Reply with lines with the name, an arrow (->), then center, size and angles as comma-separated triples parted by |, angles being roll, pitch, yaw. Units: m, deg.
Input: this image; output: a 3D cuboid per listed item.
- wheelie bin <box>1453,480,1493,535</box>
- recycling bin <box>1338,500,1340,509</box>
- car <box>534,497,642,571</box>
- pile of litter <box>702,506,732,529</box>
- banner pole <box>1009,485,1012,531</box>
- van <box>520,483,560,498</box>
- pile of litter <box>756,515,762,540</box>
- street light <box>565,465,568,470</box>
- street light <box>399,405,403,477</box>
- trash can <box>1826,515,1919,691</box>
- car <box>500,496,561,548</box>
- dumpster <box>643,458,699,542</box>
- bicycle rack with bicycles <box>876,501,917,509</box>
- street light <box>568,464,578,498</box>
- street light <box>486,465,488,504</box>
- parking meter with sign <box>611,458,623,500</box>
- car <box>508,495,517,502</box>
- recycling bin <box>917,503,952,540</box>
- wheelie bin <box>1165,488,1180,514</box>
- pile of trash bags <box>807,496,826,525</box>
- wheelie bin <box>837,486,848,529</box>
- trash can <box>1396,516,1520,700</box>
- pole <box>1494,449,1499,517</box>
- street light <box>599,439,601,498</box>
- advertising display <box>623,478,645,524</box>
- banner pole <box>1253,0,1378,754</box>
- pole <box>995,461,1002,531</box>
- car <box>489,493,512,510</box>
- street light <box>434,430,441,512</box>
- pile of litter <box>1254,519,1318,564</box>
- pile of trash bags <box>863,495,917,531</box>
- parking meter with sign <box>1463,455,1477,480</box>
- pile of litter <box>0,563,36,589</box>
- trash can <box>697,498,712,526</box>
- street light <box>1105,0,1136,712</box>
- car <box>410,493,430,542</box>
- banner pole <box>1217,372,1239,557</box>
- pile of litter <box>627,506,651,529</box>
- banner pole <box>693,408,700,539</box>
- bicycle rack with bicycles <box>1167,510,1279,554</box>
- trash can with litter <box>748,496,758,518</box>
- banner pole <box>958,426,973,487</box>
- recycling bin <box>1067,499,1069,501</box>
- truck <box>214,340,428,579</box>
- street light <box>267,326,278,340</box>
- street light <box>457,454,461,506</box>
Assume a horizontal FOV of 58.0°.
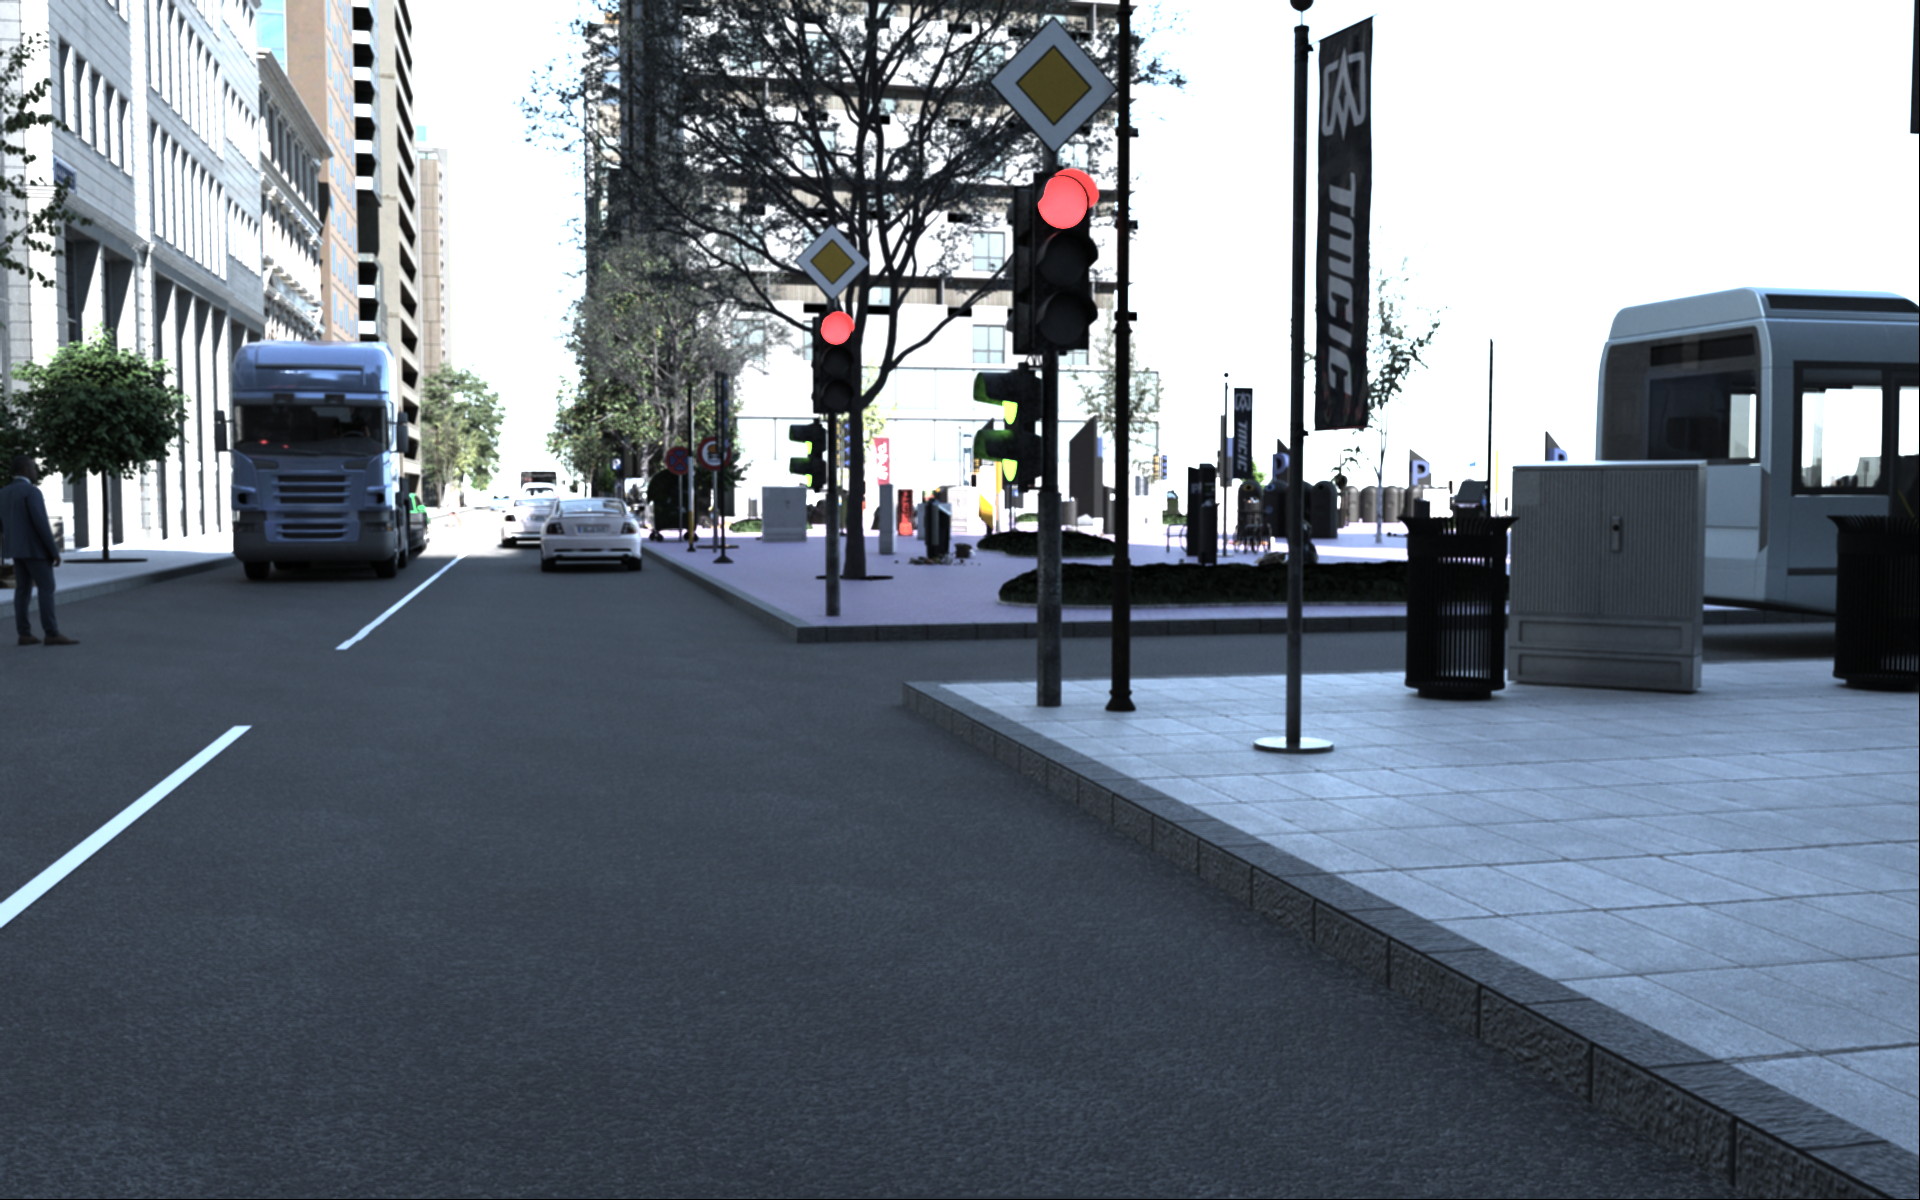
wheelie bin -> 11.695, -1.932, 39.504 | 0.980, 1.594, 0.693 | 3, 5, 45
recycling bin -> 17.016, -4.086, 79.364 | 0.722, 1.027, 0.722 | -2, 4, -34
car -> -7.189, -1.300, 33.614 | 2.083, 1.381, 4.827 | -1, 4, -13
pile of litter -> -8.876, -3.070, 64.161 | 1.176, 0.858, 1.719 | 3, 5, 41
banner pole -> 1.515, -3.296, 43.905 | 0.863, 3.779, 0.401 | 0, 4, -5
van -> -16.573, -3.754, 68.388 | 2.013, 2.044, 4.112 | -1, 4, -13
pile of litter -> -5.127, -2.122, 48.654 | 1.176, 0.858, 1.719 | -1, 4, -13
street light -> -48.393, -14.782, 214.475 | 0.468, 5.910, 1.993 | -1, 4, -14
street light -> -29.168, -7.196, 90.436 | 0.468, 5.910, 1.993 | -1, 4, -14
trash can -> 6.128, 0.013, 11.449 | 0.748, 1.137, 0.748 | 0, 3, 0
car -> -11.535, -2.145, 47.428 | 2.083, 1.381, 4.827 | -1, 4, -12
dumpster -> -7.815, -2.728, 47.104 | 1.502, 2.255, 1.985 | -1, 4, -13
bicycle rack with bicycles -> -3.301, -4.765, 91.290 | 2.925, 0.926, 2.852 | -3, 5, -43
street light -> -40.751, -12.841, 182.744 | 0.468, 5.910, 1.993 | -1, 4, -14
street light -> -64.333, -16.061, 235.378 | 0.468, 5.910, 1.993 | -1, 4, -14
parking meter with sign -> -16.721, -5.437, 85.148 | 0.543, 3.016, 1.738 | 0, 4, -1
car -> -60.347, -13.416, 231.711 | 2.083, 1.381, 4.827 | -1, 4, -12
recycling bin -> -0.723, -2.209, 48.663 | 0.722, 1.027, 0.722 | 3, 5, 43
wheelie bin -> 10.456, -4.725, 85.158 | 0.693, 1.594, 0.980 | 1, 4, 13
pile of trash bags -> -6.234, -3.870, 73.032 | 3.447, 1.369, 1.912 | -2, 4, -24
wheelie bin -> -4.461, -3.441, 64.168 | 0.693, 1.594, 0.980 | -2, 4, -23
trash can -> 3.142, 0.042, 10.972 | 0.748, 1.137, 0.748 | 0, 3, 0
pole -> 24.533, -5.218, 79.161 | 0.158, 3.312, 0.155 | 0, 3, 0
street light -> -21.168, -7.887, 101.746 | 0.468, 5.910, 1.993 | -1, 4, -14
advertising display -> -12.752, -3.827, 67.788 | 0.123, 1.923, 0.974 | 3, 5, 42
banner pole -> 1.760, -1.125, 8.408 | 0.401, 3.779, 0.863 | -1, 4, -20
pole -> 1.276, -3.906, 57.710 | 0.158, 3.312, 0.155 | 0, 3, 0
car -> -40.550, -8.772, 153.007 | 1.945, 1.707, 3.694 | -1, 4, -14
street light -> -37.012, -9.172, 122.756 | 0.468, 5.910, 1.993 | -1, 4, -14
pile of litter -> 5.615, -0.979, 29.972 | 1.176, 0.858, 1.719 | 3, 4, 38
pile of trash bags -> -2.457, -3.134, 60.991 | 3.447, 1.369, 1.912 | -3, 4, -38
parking meter with sign -> 22.760, -4.955, 77.268 | 0.543, 3.016, 1.738 | 1, 4, 18
pile of litter -> -13.296, -0.618, 24.067 | 1.176, 0.858, 1.719 | 0, 4, -7
trash can -> -10.354, -3.570, 70.023 | 0.748, 1.137, 0.748 | 0, 3, 0
street light -> 0.954, -2.283, 10.115 | 0.468, 5.910, 1.993 | -1, 4, -14
car -> -16.327, -2.508, 49.802 | 1.959, 1.807, 4.718 | -1, 4, -12
banner pole -> 5.672, -2.791, 35.644 | 0.863, 3.779, 0.401 | -1, 4, -19
pile of litter -> -11.958, -3.060, 64.000 | 1.176, 0.858, 1.719 | -1, 4, -18
banner pole -> -7.722, -3.677, 50.140 | 0.401, 3.779, 0.863 | 0, 4, -5
bicycle rack with bicycles -> 5.957, -1.538, 38.534 | 2.852, 0.926, 2.925 | 2, 4, 29
trash can with litter -> -7.995, -3.583, 69.646 | 1.678, 1.210, 2.233 | 2, 4, 32
banner pole -> 0.164, -4.496, 63.518 | 0.401, 3.779, 0.863 | 3, 5, 44
recycling bin -> 5.390, -4.508, 86.261 | 0.722, 1.027, 0.722 | -3, 4, -39
truck -> -12.698, -2.836, 36.132 | 2.967, 4.110, 18.799 | -1, 4, -15
street light -> -18.892, -4.586, 47.774 | 0.468, 5.910, 1.993 | -1, 4, -14
street light -> -44.711, -11.112, 154.473 | 0.468, 5.910, 1.993 | -1, 4, -14
